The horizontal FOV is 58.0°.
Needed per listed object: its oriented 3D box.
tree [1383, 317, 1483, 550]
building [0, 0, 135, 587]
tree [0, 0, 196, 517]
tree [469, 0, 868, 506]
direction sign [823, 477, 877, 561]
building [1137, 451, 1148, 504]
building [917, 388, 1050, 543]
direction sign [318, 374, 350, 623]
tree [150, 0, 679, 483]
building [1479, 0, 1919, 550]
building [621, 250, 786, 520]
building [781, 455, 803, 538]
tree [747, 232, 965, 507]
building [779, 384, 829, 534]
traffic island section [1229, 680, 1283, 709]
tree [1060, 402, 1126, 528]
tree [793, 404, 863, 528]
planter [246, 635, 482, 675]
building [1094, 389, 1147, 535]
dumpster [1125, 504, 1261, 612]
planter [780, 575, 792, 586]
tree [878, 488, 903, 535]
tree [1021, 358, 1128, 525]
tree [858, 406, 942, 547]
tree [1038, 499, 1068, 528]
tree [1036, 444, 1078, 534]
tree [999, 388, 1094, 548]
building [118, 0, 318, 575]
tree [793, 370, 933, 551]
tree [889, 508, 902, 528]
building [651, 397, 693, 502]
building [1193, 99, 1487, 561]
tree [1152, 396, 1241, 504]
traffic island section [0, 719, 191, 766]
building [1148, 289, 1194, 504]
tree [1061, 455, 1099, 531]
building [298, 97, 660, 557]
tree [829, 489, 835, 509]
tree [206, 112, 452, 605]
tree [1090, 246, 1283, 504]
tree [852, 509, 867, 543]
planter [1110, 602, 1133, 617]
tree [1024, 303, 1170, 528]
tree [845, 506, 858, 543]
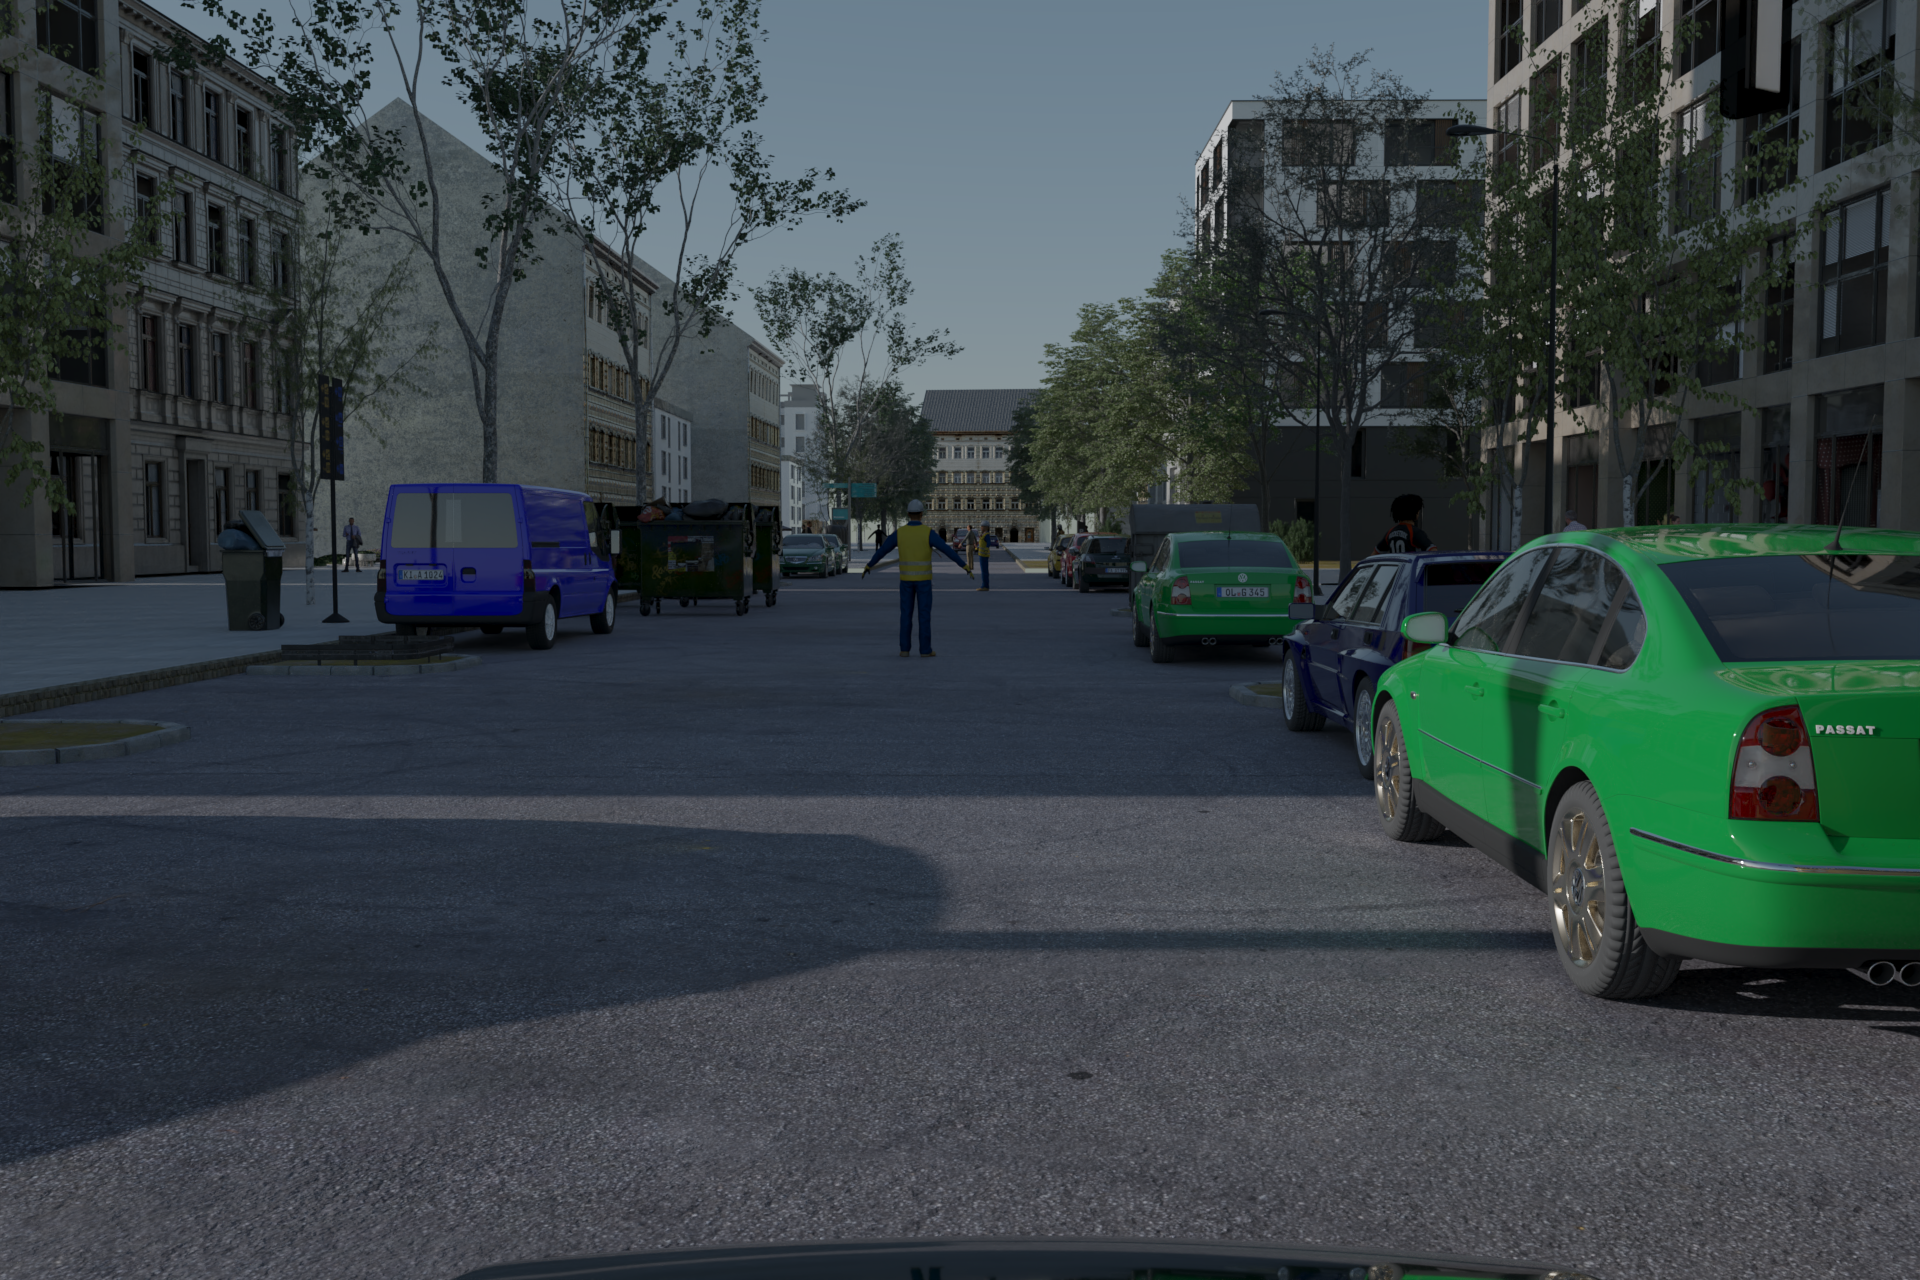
[{"bbox_3d":[21.433,-8.395,71.672,7.601,10.594,8.767,-3,5,-44],"label":"tree"},{"bbox_3d":[-30.756,-13.623,25.937,19.351,26.588,34.151,0,4,2],"label":"building"},{"bbox_3d":[-12.216,-4.365,21.737,4.737,8.622,4.395,0,3,0],"label":"tree"},{"bbox_3d":[-9.661,-12.415,58.868,12.611,20.169,13.585,0,3,0],"label":"tree"},{"bbox_3d":[-5.146,-5.680,81.623,2.525,3.948,1.411,0,4,2],"label":"direction sign"},{"bbox_3d":[29.854,-22.111,192.435,19.493,23.208,18.063,0,4,1],"label":"building"},{"bbox_3d":[3.853,-26.150,260.940,18.063,23.208,19.493,0,4,7],"label":"building"},{"bbox_3d":[-9.054,-2.019,25.015,0.379,3.537,0.876,0,4,0],"label":"direction sign"},{"bbox_3d":[-12.891,-11.473,43.468,12.611,20.169,13.585,0,3,0],"label":"tree"},{"bbox_3d":[26.850,-14.504,40.350,19.350,26.588,34.151,0,4,1],"label":"building"},{"bbox_3d":[-25.323,-19.117,143.499,19.493,23.208,18.063,0,4,2],"label":"building"},{"bbox_3d":[-22.484,-15.653,198.080,9.099,9.664,28.070,0,4,0],"label":"building"},{"bbox_3d":[-6.514,-15.450,108.503,12.611,20.169,13.585,0,3,0],"label":"tree"},{"bbox_3d":[-22.903,-22.208,219.525,16.016,20.090,11.380,0,4,2],"label":"building"},{"bbox_3d":[3.377,0.482,14.987,1.991,0.108,1.994,0,4,1],"label":"traffic island section"},{"bbox_3d":[7.590,-8.801,94.262,4.737,8.622,4.395,0,3,0],"label":"tree"},{"bbox_3d":[-7.332,-9.043,98.218,4.360,8.622,3.978,0,3,0],"label":"tree"},{"bbox_3d":[-6.255,0.158,18.564,1.991,0.319,1.994,0,4,1],"label":"planter"},{"bbox_3d":[27.153,-24.021,223.677,19.493,23.208,18.063,0,4,1],"label":"building"},{"bbox_3d":[3.330,-1.013,24.777,1.865,1.857,1.264,0,4,1],"label":"dumpster"},{"bbox_3d":[-5.710,-1.649,48.094,1.991,0.319,1.994,0,4,2],"label":"planter"},{"bbox_3d":[-6.309,-12.415,153.350,4.360,8.622,3.978,0,3,0],"label":"tree"},{"bbox_3d":[7.876,-11.885,112.451,7.486,12.596,7.792,0,3,0],"label":"tree"},{"bbox_3d":[-6.552,-16.149,170.687,9.857,13.997,8.962,0,3,0],"label":"tree"},{"bbox_3d":[9.483,-13.182,165.879,4.360,8.622,3.978,0,3,0],"label":"tree"},{"bbox_3d":[8.104,-10.735,125.886,4.360,8.622,3.978,0,3,0],"label":"tree"},{"bbox_3d":[8.216,-14.860,149.616,9.857,13.997,8.962,0,3,0],"label":"tree"},{"bbox_3d":[-28.415,-11.605,53.365,10.561,19.211,19.286,0,4,1],"label":"building"},{"bbox_3d":[-7.499,-13.433,130.000,12.009,13.543,11.850,0,3,0],"label":"tree"},{"bbox_3d":[-9.162,-18.926,259.801,4.737,8.622,4.395,0,3,0],"label":"tree"},{"bbox_3d":[-23.105,-10.903,120.407,9.099,9.664,28.070,0,3,0],"label":"building"},{"bbox_3d":[26.918,-15.539,98.036,27.936,21.610,32.646,0,4,1],"label":"building"},{"bbox_3d":[10.159,-7.820,78.215,4.360,8.622,3.978,0,3,0],"label":"tree"},{"bbox_3d":[-6.367,0.688,11.617,1.991,0.108,1.994,0,4,1],"label":"traffic island section"},{"bbox_3d":[24.256,-16.263,132.350,16.747,18.905,31.486,0,4,1],"label":"building"},{"bbox_3d":[8.148,-10.398,120.363,4.360,8.622,3.978,0,3,0],"label":"tree"},{"bbox_3d":[-28.113,-16.256,96.717,19.493,23.208,18.063,0,4,1],"label":"building"},{"bbox_3d":[-23.346,-21.524,262.290,12.009,13.543,11.850,0,3,0],"label":"tree"},{"bbox_3d":[-11.937,-4.931,30.988,4.360,8.622,3.978,0,3,0],"label":"tree"},{"bbox_3d":[9.117,-9.248,69.336,7.486,12.596,7.792,0,3,0],"label":"tree"},{"bbox_3d":[-14.202,-19.047,261.774,4.360,8.622,3.978,0,3,0],"label":"tree"},{"bbox_3d":[3.671,-0.583,30.674,1.991,0.319,1.994,0,4,2],"label":"planter"},{"bbox_3d":[7.007,-10.234,85.451,7.486,12.596,7.792,0,3,0],"label":"tree"},{"bbox_3d":[-15.045,-18.653,255.335,4.360,8.622,3.978,0,3,0],"label":"tree"}]
